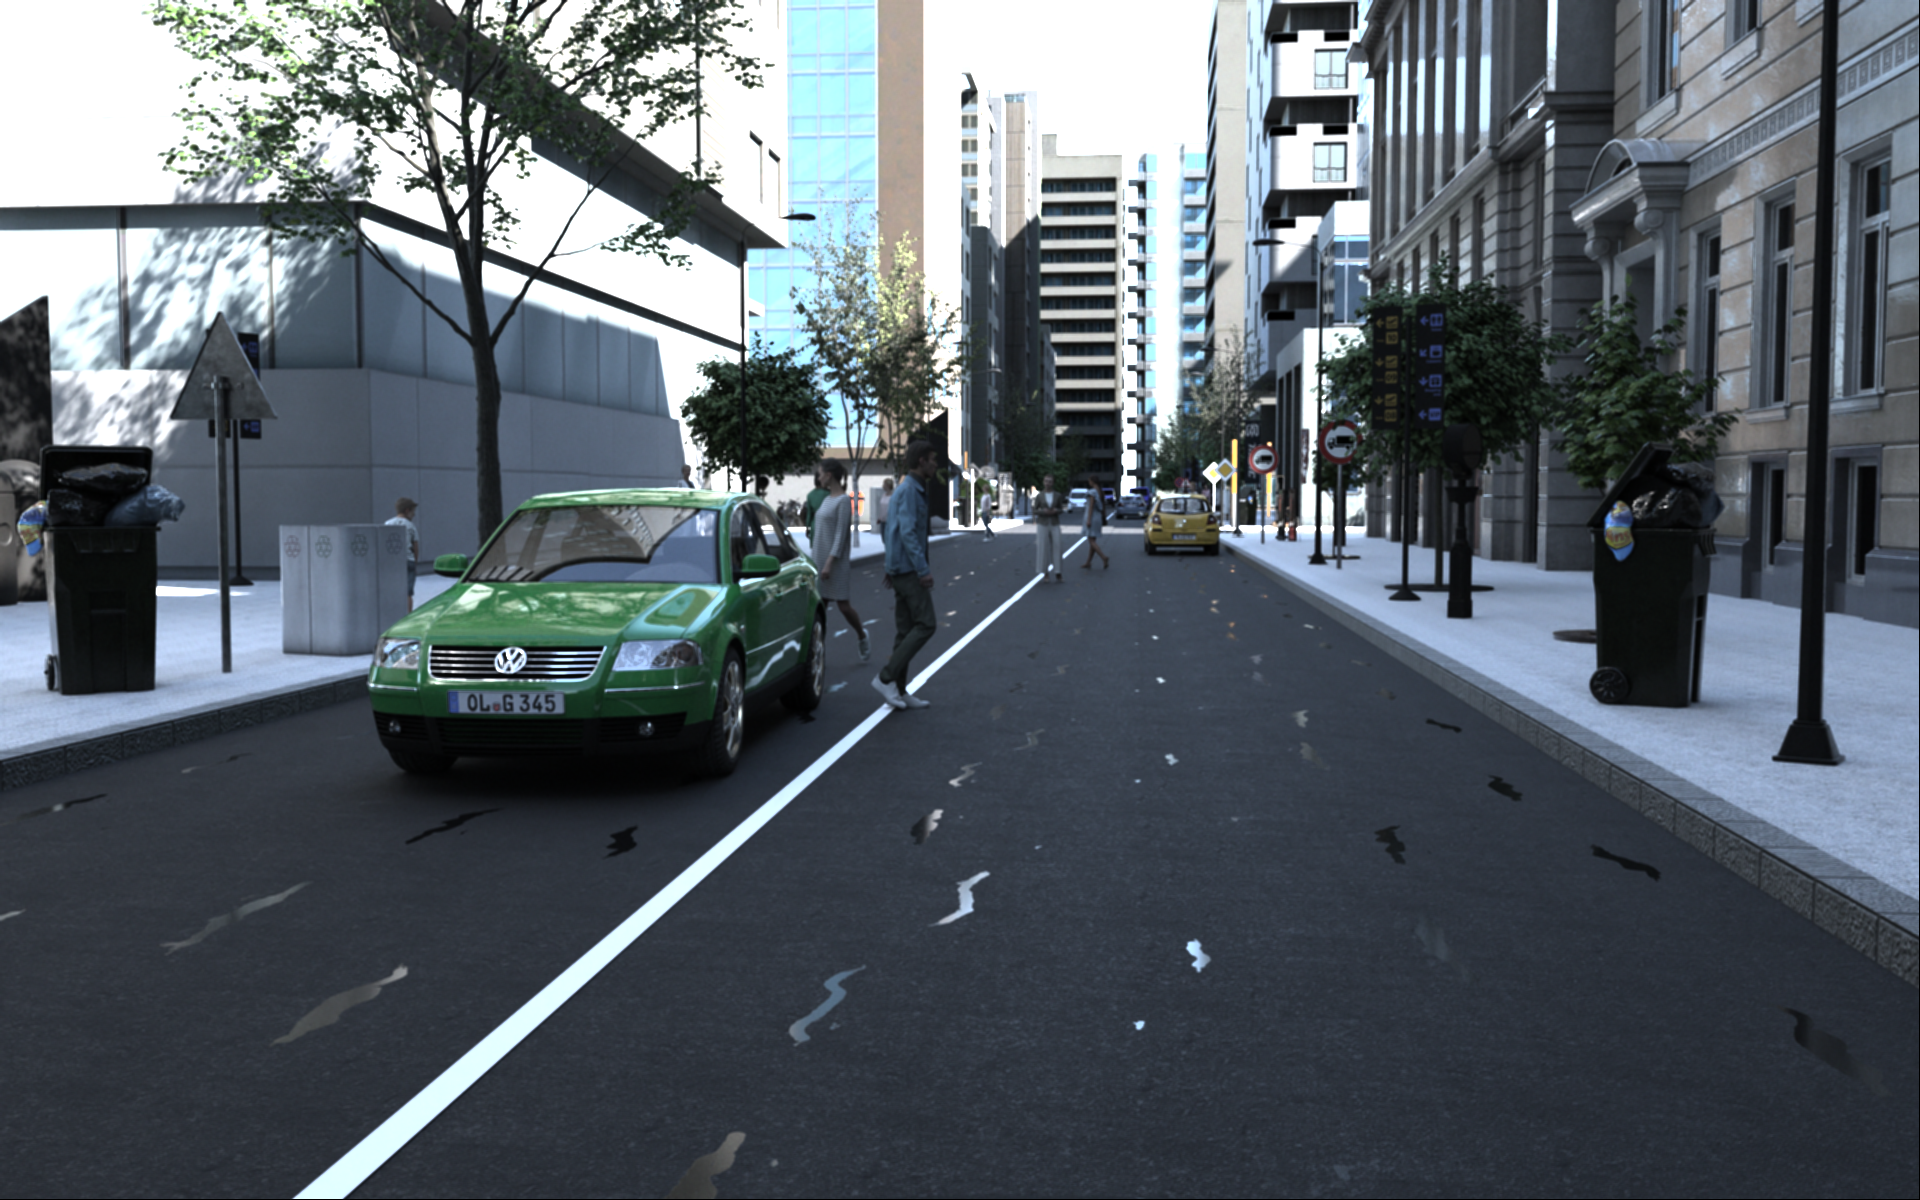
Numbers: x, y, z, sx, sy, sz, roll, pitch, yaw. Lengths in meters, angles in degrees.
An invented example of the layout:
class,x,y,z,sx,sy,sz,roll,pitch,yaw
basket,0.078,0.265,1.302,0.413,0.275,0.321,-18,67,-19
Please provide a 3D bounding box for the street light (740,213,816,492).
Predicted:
class,x,y,z,sx,sy,sz,roll,pitch,yaw
street light,-3.073,-3.441,28.802,1.470,5.913,1.316,0,4,6

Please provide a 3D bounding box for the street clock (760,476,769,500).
class,x,y,z,sx,sy,sz,roll,pitch,yaw
street clock,-7.810,-3.925,68.737,0.471,2.002,0.358,0,3,0

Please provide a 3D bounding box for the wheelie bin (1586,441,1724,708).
class,x,y,z,sx,sy,sz,roll,pitch,yaw
wheelie bin,4.288,-0.169,10.676,0.693,1.594,0.980,2,4,33

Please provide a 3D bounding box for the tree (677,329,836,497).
class,x,y,z,sx,sy,sz,roll,pitch,yaw
tree,-4.053,-3.128,34.851,4.285,4.588,4.351,0,3,0

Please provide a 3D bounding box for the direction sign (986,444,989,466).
class,x,y,z,sx,sy,sz,roll,pitch,yaw
direction sign,1.241,-5.302,78.692,0.379,3.537,0.876,0,4,-8

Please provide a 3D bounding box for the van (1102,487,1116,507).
class,x,y,z,sx,sy,sz,roll,pitch,yaw
van,16.101,-11.403,190.828,2.240,2.365,5.245,0,4,6

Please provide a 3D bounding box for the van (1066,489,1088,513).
class,x,y,z,sx,sy,sz,roll,pitch,yaw
van,9.062,-7.621,131.609,2.013,2.044,4.112,0,4,5

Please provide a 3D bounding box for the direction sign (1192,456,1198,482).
class,x,y,z,sx,sy,sz,roll,pitch,yaw
direction sign,14.031,-6.825,103.579,0.379,3.537,0.876,2,4,31

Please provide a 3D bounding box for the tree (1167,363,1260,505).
class,x,y,z,sx,sy,sz,roll,pitch,yaw
tree,14.480,-8.964,96.921,4.737,8.622,4.395,0,3,0

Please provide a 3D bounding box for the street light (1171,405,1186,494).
class,x,y,z,sx,sy,sz,roll,pitch,yaw
street light,11.962,-7.225,90.675,1.470,5.913,1.316,0,4,6

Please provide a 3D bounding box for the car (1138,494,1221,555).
class,x,y,z,sx,sy,sz,roll,pitch,yaw
car,5.362,-1.950,42.114,2.015,1.641,3.980,0,4,5

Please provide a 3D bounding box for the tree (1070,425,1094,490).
class,x,y,z,sx,sy,sz,roll,pitch,yaw
tree,11.995,-14.324,184.552,4.737,8.622,4.395,0,3,0

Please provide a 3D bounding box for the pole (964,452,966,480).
class,x,y,z,sx,sy,sz,roll,pitch,yaw
pole,0.301,-5.471,83.291,0.158,3.312,0.155,0,3,0

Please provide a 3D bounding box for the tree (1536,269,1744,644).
class,x,y,z,sx,sy,sz,roll,pitch,yaw
tree,5.709,-1.249,15.015,1.663,3.219,1.824,0,3,0

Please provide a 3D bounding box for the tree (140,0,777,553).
class,x,y,z,sx,sy,sz,roll,pitch,yaw
tree,-5.536,-5.748,19.739,9.928,11.665,9.643,0,3,0

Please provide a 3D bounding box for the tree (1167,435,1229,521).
class,x,y,z,sx,sy,sz,roll,pitch,yaw
tree,12.986,-6.118,83.744,4.285,4.588,4.351,0,3,0

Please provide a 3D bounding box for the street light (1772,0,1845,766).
class,x,y,z,sx,sy,sz,roll,pitch,yaw
street light,3.556,-2.183,8.235,1.470,5.913,1.316,0,4,6

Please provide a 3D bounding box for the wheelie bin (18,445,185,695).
class,x,y,z,sx,sy,sz,roll,pitch,yaw
wheelie bin,-5.577,-0.208,11.314,0.980,1.594,0.693,-2,4,-33

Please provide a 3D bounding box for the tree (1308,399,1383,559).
class,x,y,z,sx,sy,sz,roll,pitch,yaw
tree,7.379,-2.428,34.307,1.663,3.219,1.824,0,3,0

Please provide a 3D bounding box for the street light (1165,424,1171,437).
class,x,y,z,sx,sy,sz,roll,pitch,yaw
street light,14.324,-8.657,114.083,1.470,5.913,1.316,0,4,6

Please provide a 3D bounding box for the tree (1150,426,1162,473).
class,x,y,z,sx,sy,sz,roll,pitch,yaw
tree,22.066,-14.287,183.958,4.360,8.622,3.978,0,3,0

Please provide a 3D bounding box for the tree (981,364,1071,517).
class,x,y,z,sx,sy,sz,roll,pitch,yaw
tree,3.306,-9.001,97.533,4.360,8.622,3.978,0,3,0

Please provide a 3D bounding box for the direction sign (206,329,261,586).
class,x,y,z,sx,sy,sz,roll,pitch,yaw
direction sign,-10.133,-1.972,24.238,0.379,3.537,0.876,2,4,26

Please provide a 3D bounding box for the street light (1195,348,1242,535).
class,x,y,z,sx,sy,sz,roll,pitch,yaw
street light,8.295,-5.042,54.978,1.470,5.913,1.316,0,4,6

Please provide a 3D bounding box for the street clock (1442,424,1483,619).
class,x,y,z,sx,sy,sz,roll,pitch,yaw
street clock,5.183,-0.815,17.902,0.358,2.002,0.471,3,5,42

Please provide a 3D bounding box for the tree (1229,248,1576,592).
class,x,y,z,sx,sy,sz,roll,pitch,yaw
tree,6.451,-2.426,23.381,4.285,4.588,4.351,0,3,0

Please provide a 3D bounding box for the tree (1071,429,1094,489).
class,x,y,z,sx,sy,sz,roll,pitch,yaw
tree,12.998,-15.072,196.782,4.360,8.622,3.978,0,3,0

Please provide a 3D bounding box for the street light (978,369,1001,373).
class,x,y,z,sx,sy,sz,roll,pitch,yaw
street light,0.819,-5.629,64.568,1.470,5.913,1.316,0,4,6

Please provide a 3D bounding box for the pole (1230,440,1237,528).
class,x,y,z,sx,sy,sz,roll,pitch,yaw
pole,10.306,-4.368,65.256,0.158,3.312,0.155,0,3,0

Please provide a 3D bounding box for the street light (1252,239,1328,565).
class,x,y,z,sx,sy,sz,roll,pitch,yaw
street light,6.015,-3.612,31.598,1.470,5.913,1.316,0,4,6

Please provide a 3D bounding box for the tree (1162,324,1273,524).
class,x,y,z,sx,sy,sz,roll,pitch,yaw
tree,11.407,-7.573,74.188,4.360,8.622,3.978,0,3,0

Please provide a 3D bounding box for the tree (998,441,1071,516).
class,x,y,z,sx,sy,sz,roll,pitch,yaw
tree,3.988,-7.297,103.026,4.285,4.588,4.351,0,3,0

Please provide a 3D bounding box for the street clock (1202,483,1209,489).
class,x,y,z,sx,sy,sz,roll,pitch,yaw
street clock,15.416,-6.371,108.743,0.358,2.002,0.471,-1,4,-22

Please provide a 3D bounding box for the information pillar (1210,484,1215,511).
class,x,y,z,sx,sy,sz,roll,pitch,yaw
information pillar,16.537,-6.663,113.431,0.304,2.012,0.304,2,4,28

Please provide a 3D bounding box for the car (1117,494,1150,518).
class,x,y,z,sx,sy,sz,roll,pitch,yaw
car,10.516,-5.842,105.297,2.009,1.686,4.222,0,4,6

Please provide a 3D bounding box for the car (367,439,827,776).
class,x,y,z,sx,sy,sz,roll,pitch,yaw
car,-1.920,-0.090,10.264,1.959,1.807,4.718,0,4,4

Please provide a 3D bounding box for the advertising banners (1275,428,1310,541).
class,x,y,z,sx,sy,sz,roll,pitch,yaw
advertising banners,9.039,-3.111,47.059,0.090,3.025,2.074,-1,4,-13

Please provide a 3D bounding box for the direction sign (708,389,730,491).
class,x,y,z,sx,sy,sz,roll,pitch,yaw
direction sign,-5.013,-2.783,37.505,0.876,3.537,0.379,0,4,-1

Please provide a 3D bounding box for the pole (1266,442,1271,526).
class,x,y,z,sx,sy,sz,roll,pitch,yaw
pole,12.216,-4.566,68.497,0.158,3.312,0.155,0,3,0

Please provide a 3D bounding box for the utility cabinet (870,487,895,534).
class,x,y,z,sx,sy,sz,roll,pitch,yaw
utility cabinet,-2.355,-2.868,55.570,0.318,1.500,1.173,3,5,43

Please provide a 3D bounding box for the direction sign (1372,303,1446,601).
class,x,y,z,sx,sy,sz,roll,pitch,yaw
direction sign,5.387,-1.766,20.873,0.876,3.537,0.379,2,4,32

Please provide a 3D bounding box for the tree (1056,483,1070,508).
class,x,y,z,sx,sy,sz,roll,pitch,yaw
tree,9.400,-10.147,160.508,1.663,3.219,1.824,0,3,0

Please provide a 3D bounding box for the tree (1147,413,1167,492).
class,x,y,z,sx,sy,sz,roll,pitch,yaw
tree,17.575,-11.276,134.724,4.737,8.622,4.395,0,3,0

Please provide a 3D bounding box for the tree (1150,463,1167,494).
class,x,y,z,sx,sy,sz,roll,pitch,yaw
tree,18.744,-10.154,149.726,4.285,4.588,4.351,0,3,0

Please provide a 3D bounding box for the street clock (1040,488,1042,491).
class,x,y,z,sx,sy,sz,roll,pitch,yaw
street clock,6.374,-8.228,139.099,0.358,2.002,0.471,3,5,40

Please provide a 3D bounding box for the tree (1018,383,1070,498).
class,x,y,z,sx,sy,sz,roll,pitch,yaw
tree,4.433,-10.083,115.221,4.737,8.622,4.395,0,3,0

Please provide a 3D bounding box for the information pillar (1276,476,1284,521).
class,x,y,z,sx,sy,sz,roll,pitch,yaw
information pillar,12.832,-3.973,69.443,0.304,2.012,0.304,1,4,8

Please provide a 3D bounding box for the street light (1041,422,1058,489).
class,x,y,z,sx,sy,sz,roll,pitch,yaw
street light,5.525,-8.531,112.015,1.470,5.913,1.316,0,4,6

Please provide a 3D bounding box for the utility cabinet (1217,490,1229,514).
class,x,y,z,sx,sy,sz,roll,pitch,yaw
utility cabinet,14.555,-5.280,95.002,0.318,1.500,1.173,3,5,41

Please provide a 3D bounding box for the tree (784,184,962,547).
class,x,y,z,sx,sy,sz,roll,pitch,yaw
tree,-2.379,-5.566,41.365,4.360,8.622,3.978,0,3,0

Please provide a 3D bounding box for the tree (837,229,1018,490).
class,x,y,z,sx,sy,sz,roll,pitch,yaw
tree,-1.602,-5.991,48.320,4.737,8.622,4.395,0,3,0

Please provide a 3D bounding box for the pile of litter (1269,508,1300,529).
class,x,y,z,sx,sy,sz,roll,pitch,yaw
pile of litter,12.159,-3.133,65.191,1.719,0.858,1.176,-3,5,-44

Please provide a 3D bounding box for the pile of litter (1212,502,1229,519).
class,x,y,z,sx,sy,sz,roll,pitch,yaw
pile of litter,13.243,-4.531,88.051,1.719,0.858,1.176,1,4,14

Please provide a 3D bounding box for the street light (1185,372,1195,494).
class,x,y,z,sx,sy,sz,roll,pitch,yaw
street light,9.476,-5.730,66.230,1.470,5.913,1.316,0,4,6

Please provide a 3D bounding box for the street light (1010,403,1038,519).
class,x,y,z,sx,sy,sz,roll,pitch,yaw
street light,3.174,-7.101,88.642,1.470,5.913,1.316,0,4,6

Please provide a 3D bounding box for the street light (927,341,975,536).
class,x,y,z,sx,sy,sz,roll,pitch,yaw
street light,-0.417,-4.902,52.687,1.470,5.913,1.316,0,4,6

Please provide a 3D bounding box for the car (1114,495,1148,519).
class,x,y,z,sx,sy,sz,roll,pitch,yaw
car,9.922,-5.410,100.455,2.014,1.417,4.499,0,4,5

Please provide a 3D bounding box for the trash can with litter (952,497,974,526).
class,x,y,z,sx,sy,sz,roll,pitch,yaw
trash can with litter,0.166,-3.551,69.438,0.624,1.170,1.055,1,4,23

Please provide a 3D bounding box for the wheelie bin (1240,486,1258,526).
class,x,y,z,sx,sy,sz,roll,pitch,yaw
wheelie bin,11.593,-3.790,69.878,0.693,1.594,0.980,-2,4,-29
